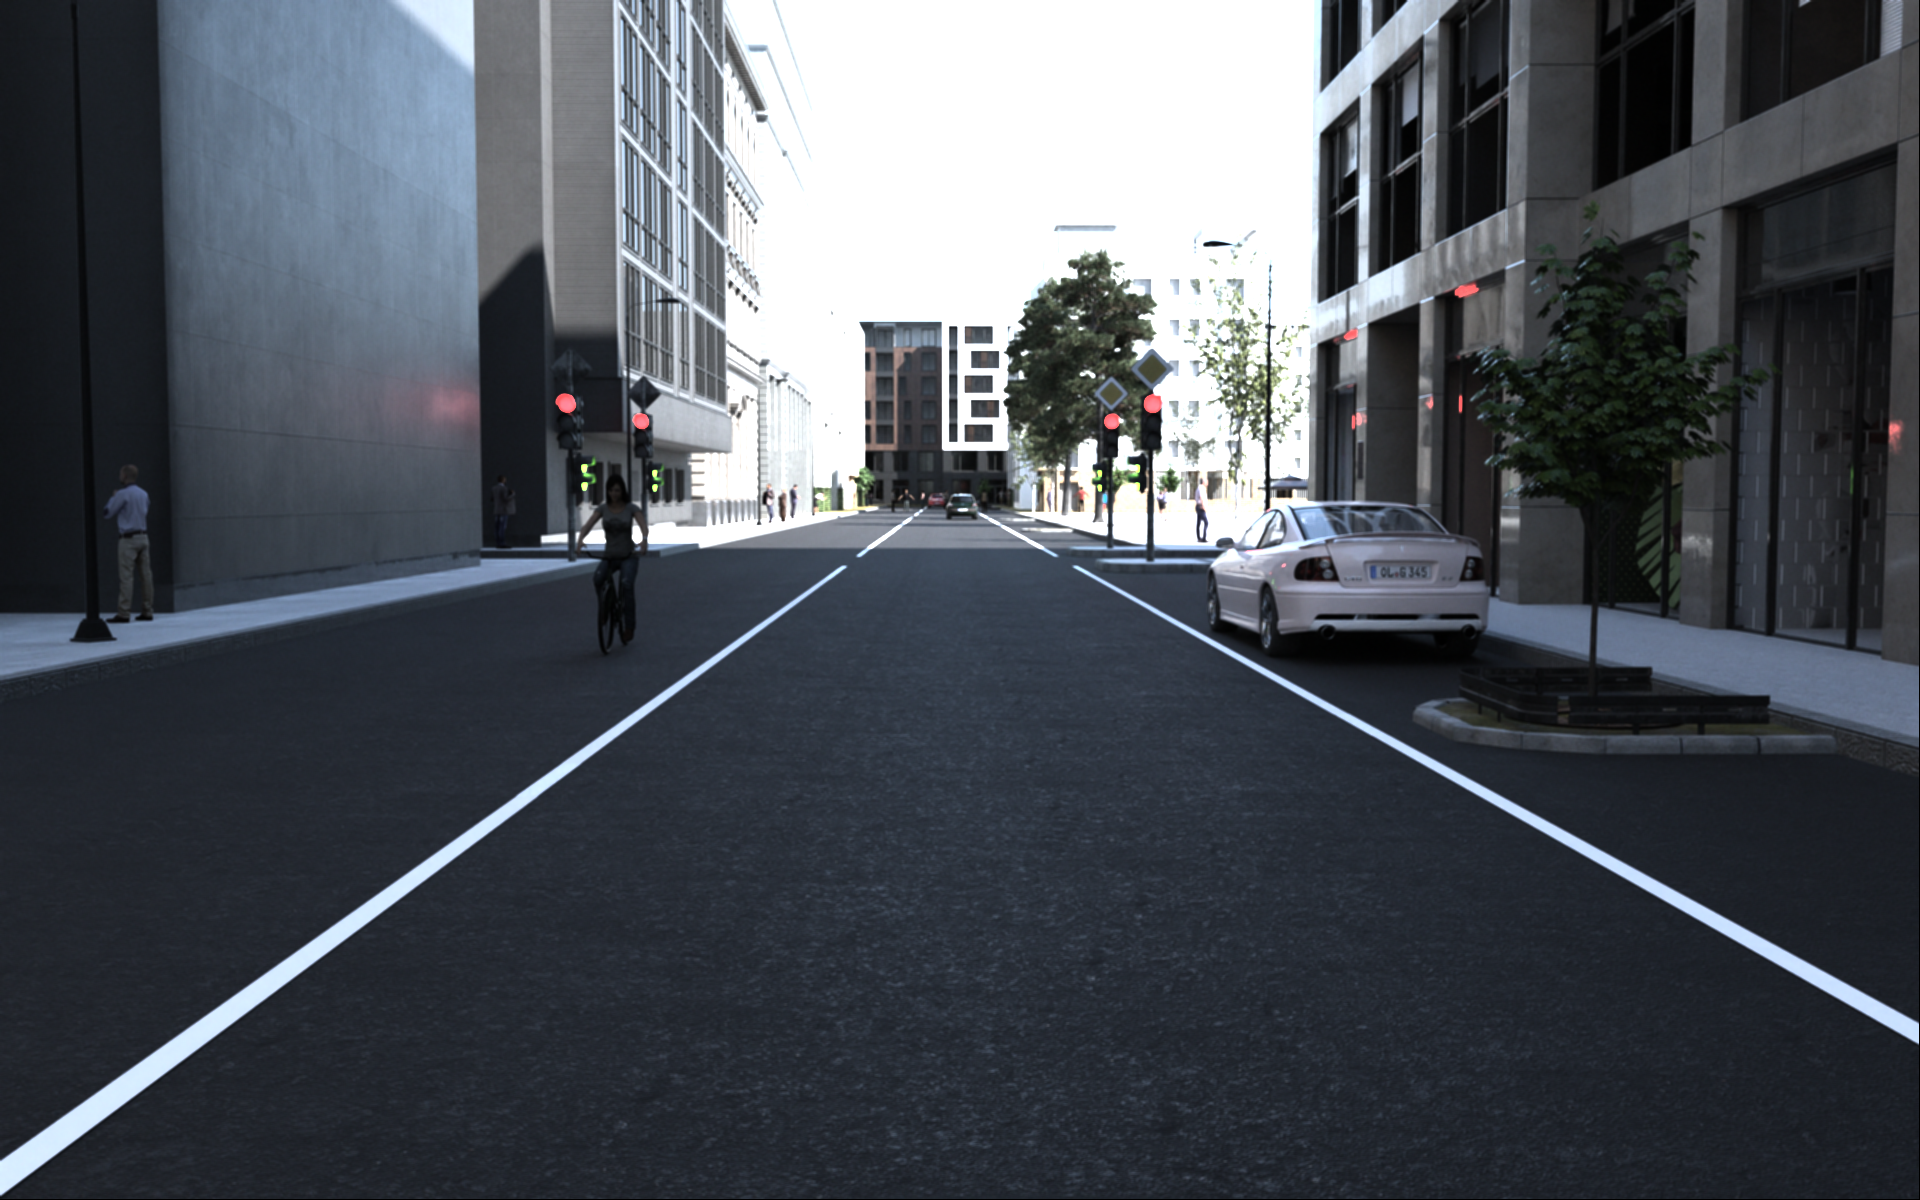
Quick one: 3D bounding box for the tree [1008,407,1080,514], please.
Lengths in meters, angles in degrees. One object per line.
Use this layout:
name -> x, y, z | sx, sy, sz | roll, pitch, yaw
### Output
tree -> 5.947, -9.760, 109.934 | 4.737, 8.622, 4.395 | 0, 3, 0

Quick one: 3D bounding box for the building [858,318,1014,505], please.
building -> -4.311, -22.670, 214.631 | 32.646, 21.610, 27.936 | 0, 4, -1

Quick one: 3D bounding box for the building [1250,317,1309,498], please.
building -> 28.344, -22.619, 213.787 | 32.646, 21.610, 27.936 | 0, 4, -1

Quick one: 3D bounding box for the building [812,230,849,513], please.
building -> -17.765, -16.230, 131.814 | 16.747, 18.905, 31.486 | 0, 4, -1

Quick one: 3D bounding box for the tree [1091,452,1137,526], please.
tree -> 6.015, -4.599, 69.798 | 1.663, 3.219, 1.824 | 0, 3, 0

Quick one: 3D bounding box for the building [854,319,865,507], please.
building -> -26.239, -19.360, 182.992 | 31.486, 18.905, 16.747 | 0, 4, -1

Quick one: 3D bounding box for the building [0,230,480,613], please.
building -> -20.412, -14.141, 24.711 | 24.014, 27.812, 14.314 | 0, 4, -1

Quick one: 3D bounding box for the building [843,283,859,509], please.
building -> -17.006, -18.150, 153.177 | 16.016, 20.091, 11.380 | 0, 4, -1

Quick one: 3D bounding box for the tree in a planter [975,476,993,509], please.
tree in a planter -> 2.415, -10.596, 170.466 | 1.991, 3.239, 1.994 | 0, 4, -1

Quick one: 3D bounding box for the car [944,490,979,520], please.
car -> 0.101, -5.421, 98.418 | 2.009, 1.686, 4.222 | 0, 4, -1

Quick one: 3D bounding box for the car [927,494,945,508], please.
car -> -2.317, -10.185, 175.563 | 2.155, 1.783, 4.494 | 0, 4, -1

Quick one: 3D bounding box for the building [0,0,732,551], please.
building -> -15.451, -15.835, 52.403 | 14.314, 27.812, 24.014 | 0, 4, -1

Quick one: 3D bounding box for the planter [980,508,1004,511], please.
planter -> 2.656, -7.491, 143.613 | 1.991, 0.319, 1.994 | 0, 4, -1

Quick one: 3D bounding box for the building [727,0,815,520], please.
building -> -14.999, -19.696, 99.515 | 11.434, 29.767, 29.804 | 0, 4, -1

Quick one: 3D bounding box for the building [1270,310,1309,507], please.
building -> 32.111, -20.031, 183.933 | 11.380, 20.091, 16.016 | 0, 4, -1

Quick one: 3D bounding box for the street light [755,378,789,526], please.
street light -> -7.551, -5.940, 69.661 | 1.470, 5.913, 1.316 | 0, 4, -1

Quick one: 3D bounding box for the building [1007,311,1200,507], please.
building -> 13.761, -18.952, 176.330 | 16.747, 18.905, 31.486 | 0, 4, -1

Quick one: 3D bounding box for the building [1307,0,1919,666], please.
building -> 16.129, -12.825, 14.199 | 19.350, 26.468, 34.151 | 0, 4, -1

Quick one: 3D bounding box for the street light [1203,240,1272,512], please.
street light -> 5.136, -3.628, 31.851 | 1.470, 5.913, 1.316 | 0, 4, -1

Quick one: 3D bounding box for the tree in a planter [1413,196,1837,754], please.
tree in a planter -> 3.850, -0.809, 10.444 | 1.991, 3.239, 1.994 | 0, 4, -1

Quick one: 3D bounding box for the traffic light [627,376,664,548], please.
traffic light -> -7.423, -3.152, 40.781 | 0.839, 4.213, 0.868 | 0, 4, -1

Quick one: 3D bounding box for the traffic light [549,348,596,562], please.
traffic light -> -7.351, -2.664, 32.796 | 0.839, 4.213, 0.868 | 0, 4, -1

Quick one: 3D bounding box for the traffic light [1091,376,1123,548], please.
traffic light -> 3.538, -3.159, 40.895 | 0.839, 4.213, 0.868 | 0, 4, -1

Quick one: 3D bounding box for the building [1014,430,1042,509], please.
building -> 9.511, -12.497, 146.481 | 9.099, 9.664, 28.070 | 0, 4, -1

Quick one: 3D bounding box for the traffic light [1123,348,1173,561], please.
traffic light -> 3.610, -2.671, 32.910 | 0.839, 4.213, 0.868 | 0, 4, -1

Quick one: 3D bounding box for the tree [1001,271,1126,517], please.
tree -> 6.199, -11.671, 98.246 | 7.806, 13.903, 7.818 | 0, 3, 0

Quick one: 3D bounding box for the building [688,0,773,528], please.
building -> -14.497, -15.022, 74.481 | 11.050, 23.489, 19.941 | 0, 4, -1

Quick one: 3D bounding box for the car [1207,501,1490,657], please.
car -> 3.586, -0.263, 16.659 | 2.083, 1.381, 4.827 | 0, 4, -1

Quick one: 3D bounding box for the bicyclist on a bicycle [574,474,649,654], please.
bicyclist on a bicycle -> -3.164, -0.361, 15.931 | 1.499, 1.676, 1.625 | 0, 4, -1

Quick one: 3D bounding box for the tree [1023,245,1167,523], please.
tree -> 6.162, -9.409, 75.888 | 6.751, 12.117, 7.091 | 0, 3, 0

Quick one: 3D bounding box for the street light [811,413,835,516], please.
street light -> -7.870, -7.751, 99.278 | 1.470, 5.913, 1.316 | 0, 4, -1

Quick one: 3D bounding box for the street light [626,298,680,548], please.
street light -> -7.327, -4.196, 41.143 | 1.470, 5.913, 1.316 | 0, 4, -1

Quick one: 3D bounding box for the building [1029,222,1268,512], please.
building -> 13.196, -16.519, 126.505 | 16.016, 20.091, 11.380 | 0, 4, -1

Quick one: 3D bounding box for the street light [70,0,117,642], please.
street light -> -7.036, -2.595, 14.962 | 1.470, 5.913, 1.316 | 0, 4, -1
